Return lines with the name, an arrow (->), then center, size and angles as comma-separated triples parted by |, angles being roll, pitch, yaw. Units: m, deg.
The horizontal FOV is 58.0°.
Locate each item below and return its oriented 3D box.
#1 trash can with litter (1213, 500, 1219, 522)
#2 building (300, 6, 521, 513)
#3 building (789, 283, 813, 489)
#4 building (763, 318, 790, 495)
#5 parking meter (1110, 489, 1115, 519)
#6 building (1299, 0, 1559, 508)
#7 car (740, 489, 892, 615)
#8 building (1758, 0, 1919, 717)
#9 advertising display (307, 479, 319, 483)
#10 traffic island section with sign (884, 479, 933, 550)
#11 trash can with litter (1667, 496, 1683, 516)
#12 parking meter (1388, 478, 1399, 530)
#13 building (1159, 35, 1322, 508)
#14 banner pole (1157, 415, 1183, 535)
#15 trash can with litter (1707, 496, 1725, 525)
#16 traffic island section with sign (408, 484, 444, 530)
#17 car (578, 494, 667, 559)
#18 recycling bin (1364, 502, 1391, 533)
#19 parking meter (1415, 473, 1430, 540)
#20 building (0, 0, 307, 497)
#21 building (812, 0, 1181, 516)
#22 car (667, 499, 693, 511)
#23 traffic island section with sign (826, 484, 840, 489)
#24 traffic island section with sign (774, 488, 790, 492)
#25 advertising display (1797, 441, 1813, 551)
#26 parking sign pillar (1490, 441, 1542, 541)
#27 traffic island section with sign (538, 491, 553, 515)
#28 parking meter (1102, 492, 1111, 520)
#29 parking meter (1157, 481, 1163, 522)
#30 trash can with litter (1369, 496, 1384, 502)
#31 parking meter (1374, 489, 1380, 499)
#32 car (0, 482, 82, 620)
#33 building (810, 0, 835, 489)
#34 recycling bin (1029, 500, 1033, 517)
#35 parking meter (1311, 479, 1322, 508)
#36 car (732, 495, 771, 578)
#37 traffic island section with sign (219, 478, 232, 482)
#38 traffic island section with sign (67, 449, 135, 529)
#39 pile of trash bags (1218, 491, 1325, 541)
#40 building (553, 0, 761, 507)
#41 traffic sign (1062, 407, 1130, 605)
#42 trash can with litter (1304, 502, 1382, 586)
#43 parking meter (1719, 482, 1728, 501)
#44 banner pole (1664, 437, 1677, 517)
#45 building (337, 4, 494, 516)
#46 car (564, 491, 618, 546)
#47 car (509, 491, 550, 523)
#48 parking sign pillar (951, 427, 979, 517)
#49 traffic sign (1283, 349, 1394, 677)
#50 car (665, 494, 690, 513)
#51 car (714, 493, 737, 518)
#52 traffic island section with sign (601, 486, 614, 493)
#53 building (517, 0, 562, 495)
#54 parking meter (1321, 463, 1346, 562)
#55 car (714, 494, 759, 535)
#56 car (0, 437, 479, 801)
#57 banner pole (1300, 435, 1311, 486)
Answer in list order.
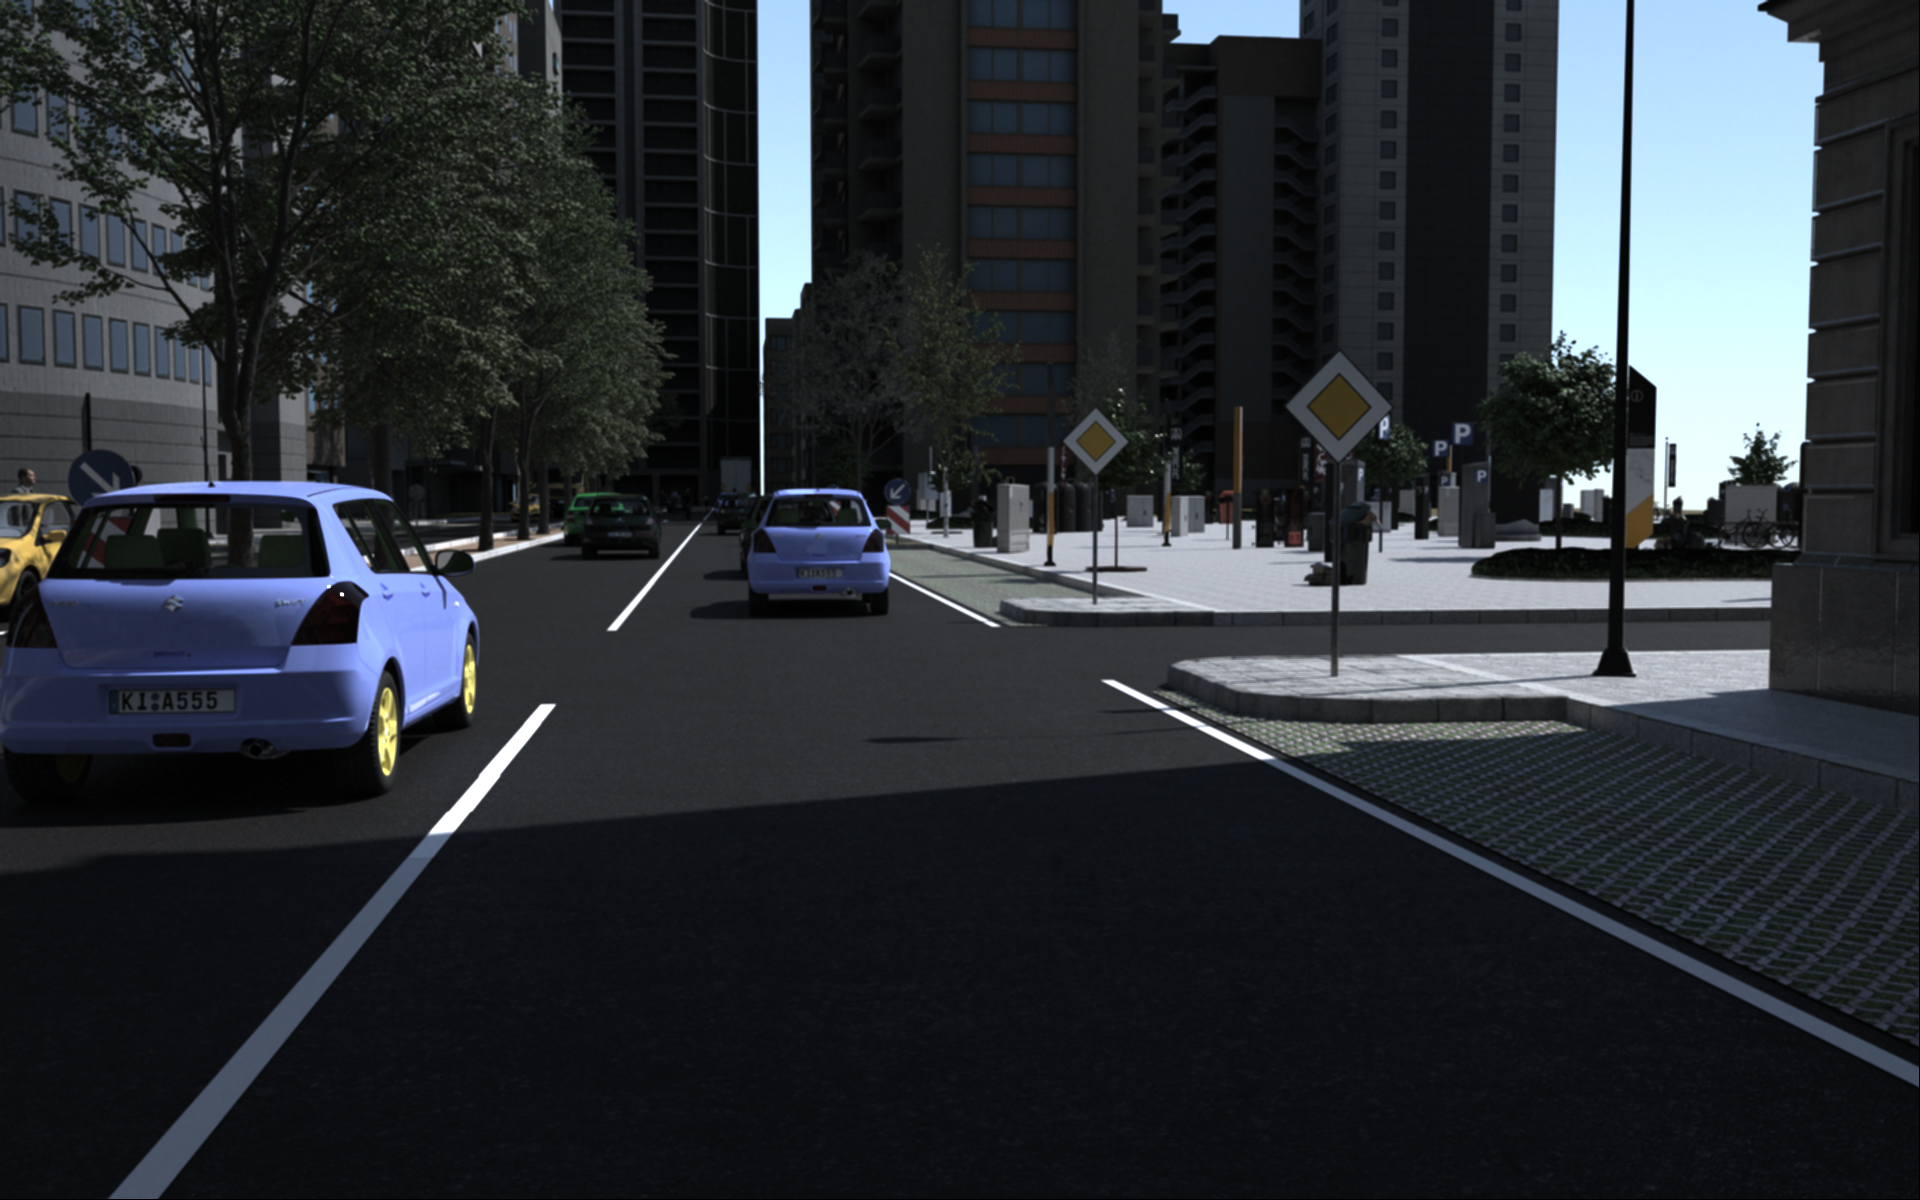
trash can with litter -> 11.602, -4.096, 78.362 | 1.055, 1.170, 0.624 | 3, 5, 43
building -> -39.611, -29.040, 124.914 | 14.600, 45.320, 14.200 | 0, 4, -8
building -> -0.910, -19.139, 157.964 | 27.650, 21.520, 28.899 | 0, 4, -8
building -> -7.084, -21.272, 192.837 | 28.899, 21.520, 27.650 | 0, 4, -8
parking meter -> 7.908, -4.971, 89.693 | 0.372, 1.533, 0.369 | 0, 3, 0
building -> 43.020, -44.562, 166.843 | 20.611, 71.187, 20.563 | 0, 4, -8
car -> -1.809, -0.749, 21.841 | 1.945, 1.707, 3.694 | 0, 4, -6
building -> 11.211, -8.432, 2.494 | 10.561, 19.102, 19.286 | 0, 4, -8
advertising display -> -28.224, -4.292, 75.394 | 0.974, 1.923, 0.123 | 2, 4, 34
traffic island section with sign -> -1.805, -2.230, 45.096 | 1.989, 1.847, 2.006 | 0, 4, -8
trash can with litter -> 41.709, -5.497, 101.266 | 1.055, 1.170, 0.624 | 1, 4, 20
parking meter -> 15.601, -3.464, 62.350 | 0.255, 1.863, 0.399 | -1, 4, -11
building -> 25.445, -31.658, 167.721 | 14.200, 45.320, 14.600 | 0, 4, -8
banner pole -> 6.647, -3.951, 54.611 | 0.863, 3.779, 0.401 | 2, 4, 24
trash can with litter -> 23.770, -2.716, 55.458 | 2.233, 1.210, 1.678 | 1, 4, 17
traffic island section with sign -> -21.978, -3.752, 69.976 | 1.989, 1.847, 2.006 | 0, 4, -8
car -> -7.715, -1.821, 39.561 | 2.009, 1.686, 4.222 | -1, 4, -9
recycling bin -> 13.991, -2.783, 58.053 | 0.722, 1.027, 0.722 | 0, 4, -5
parking meter -> 13.063, -2.646, 48.968 | 0.399, 1.863, 0.255 | -3, 5, -43
building -> -34.215, -31.144, 51.206 | 21.231, 58.520, 28.212 | 0, 4, -8
building -> 1.746, -28.065, 113.491 | 22.147, 44.769, 28.867 | 0, 4, -8
car -> -23.046, -7.970, 142.113 | 2.131, 1.459, 4.920 | 0, 4, -6
traffic island section with sign -> -5.411, -3.864, 71.809 | 1.989, 1.847, 2.006 | 0, 4, -8
traffic island section with sign -> -15.726, -8.532, 148.121 | 1.989, 1.847, 2.006 | 0, 4, -8
advertising display -> 10.698, -0.997, 21.514 | 0.974, 1.923, 0.123 | -3, 5, -39
parking sign pillar -> 15.237, -3.612, 47.536 | 1.447, 3.967, 1.447 | 1, 4, 16
traffic island section with sign -> -28.576, -6.735, 118.742 | 1.989, 1.847, 2.006 | 0, 4, -8
parking meter -> 7.347, -4.961, 86.817 | 0.399, 1.863, 0.255 | -2, 4, -27
parking meter -> 9.344, -4.563, 80.315 | 0.255, 1.863, 0.399 | 2, 4, 29
trash can with litter -> 13.870, -2.961, 59.466 | 2.233, 1.210, 1.678 | 0, 4, -4
parking meter -> 21.000, -4.813, 87.101 | 0.372, 1.533, 0.369 | 0, 3, 0
car -> -11.466, -0.637, 20.635 | 2.015, 1.641, 3.980 | 0, 4, -6
building -> -4.643, -27.607, 134.970 | 14.154, 41.232, 14.086 | 0, 4, -8
recycling bin -> 2.986, -3.867, 75.784 | 0.722, 1.027, 0.722 | 2, 4, 35
parking meter -> 11.530, -3.066, 55.834 | 0.255, 1.863, 0.399 | -3, 5, -44
car -> -3.037, -1.292, 30.909 | 2.009, 1.686, 4.222 | -1, 4, -9
traffic island section with sign -> -18.374, -2.118, 43.261 | 1.989, 1.847, 2.006 | 0, 4, -8
traffic island section with sign -> -8.865, -0.626, 18.368 | 2.006, 1.907, 1.989 | 0, 4, -8
pile of trash bags -> 8.861, -2.340, 48.016 | 3.447, 1.369, 1.912 | 1, 4, 16
building -> -31.761, -45.629, 184.286 | 20.611, 71.187, 20.563 | 0, 4, -8
traffic sign -> 1.562, -1.003, 20.037 | 0.795, 2.450, 0.064 | 0, 4, -8
trash can with litter -> 5.390, -0.796, 24.402 | 1.055, 1.170, 0.624 | -3, 4, -37
parking meter -> 38.062, -4.932, 86.351 | 0.399, 1.863, 0.255 | 2, 4, 33
banner pole -> 30.984, -5.237, 75.639 | 0.401, 3.779, 0.863 | -1, 4, -16
building -> -43.570, -31.411, 102.816 | 28.713, 52.752, 27.495 | 0, 4, -8
car -> -10.203, -2.472, 49.207 | 1.959, 1.807, 4.718 | 0, 4, -7
car -> -21.537, -4.686, 86.841 | 2.015, 1.641, 3.980 | -1, 4, -9
parking sign pillar -> 0.202, -4.996, 70.155 | 1.447, 3.967, 1.447 | -3, 4, -38
traffic sign -> 2.632, -0.519, 12.124 | 0.795, 2.450, 0.064 | 0, 4, -8
car -> -21.275, -7.410, 130.946 | 2.009, 1.686, 4.222 | -1, 4, -9
car -> -14.235, -5.951, 106.886 | 1.945, 1.707, 3.694 | 0, 4, -6
traffic island section with sign -> -18.942, -5.180, 92.830 | 2.006, 1.907, 1.989 | 0, 4, -8
building -> -47.054, -32.477, 154.698 | 21.600, 48.544, 21.300 | 0, 4, -8
parking meter -> 7.073, -1.648, 32.660 | 0.255, 1.863, 0.399 | 3, 4, 38
car -> -7.761, -3.175, 61.706 | 2.009, 1.686, 4.222 | 0, 4, -7
car -> -3.704, 0.009, 9.446 | 1.945, 1.707, 3.694 | 0, 4, -7
banner pole -> 12.939, -4.535, 64.164 | 0.863, 3.779, 0.401 | 3, 5, 40
